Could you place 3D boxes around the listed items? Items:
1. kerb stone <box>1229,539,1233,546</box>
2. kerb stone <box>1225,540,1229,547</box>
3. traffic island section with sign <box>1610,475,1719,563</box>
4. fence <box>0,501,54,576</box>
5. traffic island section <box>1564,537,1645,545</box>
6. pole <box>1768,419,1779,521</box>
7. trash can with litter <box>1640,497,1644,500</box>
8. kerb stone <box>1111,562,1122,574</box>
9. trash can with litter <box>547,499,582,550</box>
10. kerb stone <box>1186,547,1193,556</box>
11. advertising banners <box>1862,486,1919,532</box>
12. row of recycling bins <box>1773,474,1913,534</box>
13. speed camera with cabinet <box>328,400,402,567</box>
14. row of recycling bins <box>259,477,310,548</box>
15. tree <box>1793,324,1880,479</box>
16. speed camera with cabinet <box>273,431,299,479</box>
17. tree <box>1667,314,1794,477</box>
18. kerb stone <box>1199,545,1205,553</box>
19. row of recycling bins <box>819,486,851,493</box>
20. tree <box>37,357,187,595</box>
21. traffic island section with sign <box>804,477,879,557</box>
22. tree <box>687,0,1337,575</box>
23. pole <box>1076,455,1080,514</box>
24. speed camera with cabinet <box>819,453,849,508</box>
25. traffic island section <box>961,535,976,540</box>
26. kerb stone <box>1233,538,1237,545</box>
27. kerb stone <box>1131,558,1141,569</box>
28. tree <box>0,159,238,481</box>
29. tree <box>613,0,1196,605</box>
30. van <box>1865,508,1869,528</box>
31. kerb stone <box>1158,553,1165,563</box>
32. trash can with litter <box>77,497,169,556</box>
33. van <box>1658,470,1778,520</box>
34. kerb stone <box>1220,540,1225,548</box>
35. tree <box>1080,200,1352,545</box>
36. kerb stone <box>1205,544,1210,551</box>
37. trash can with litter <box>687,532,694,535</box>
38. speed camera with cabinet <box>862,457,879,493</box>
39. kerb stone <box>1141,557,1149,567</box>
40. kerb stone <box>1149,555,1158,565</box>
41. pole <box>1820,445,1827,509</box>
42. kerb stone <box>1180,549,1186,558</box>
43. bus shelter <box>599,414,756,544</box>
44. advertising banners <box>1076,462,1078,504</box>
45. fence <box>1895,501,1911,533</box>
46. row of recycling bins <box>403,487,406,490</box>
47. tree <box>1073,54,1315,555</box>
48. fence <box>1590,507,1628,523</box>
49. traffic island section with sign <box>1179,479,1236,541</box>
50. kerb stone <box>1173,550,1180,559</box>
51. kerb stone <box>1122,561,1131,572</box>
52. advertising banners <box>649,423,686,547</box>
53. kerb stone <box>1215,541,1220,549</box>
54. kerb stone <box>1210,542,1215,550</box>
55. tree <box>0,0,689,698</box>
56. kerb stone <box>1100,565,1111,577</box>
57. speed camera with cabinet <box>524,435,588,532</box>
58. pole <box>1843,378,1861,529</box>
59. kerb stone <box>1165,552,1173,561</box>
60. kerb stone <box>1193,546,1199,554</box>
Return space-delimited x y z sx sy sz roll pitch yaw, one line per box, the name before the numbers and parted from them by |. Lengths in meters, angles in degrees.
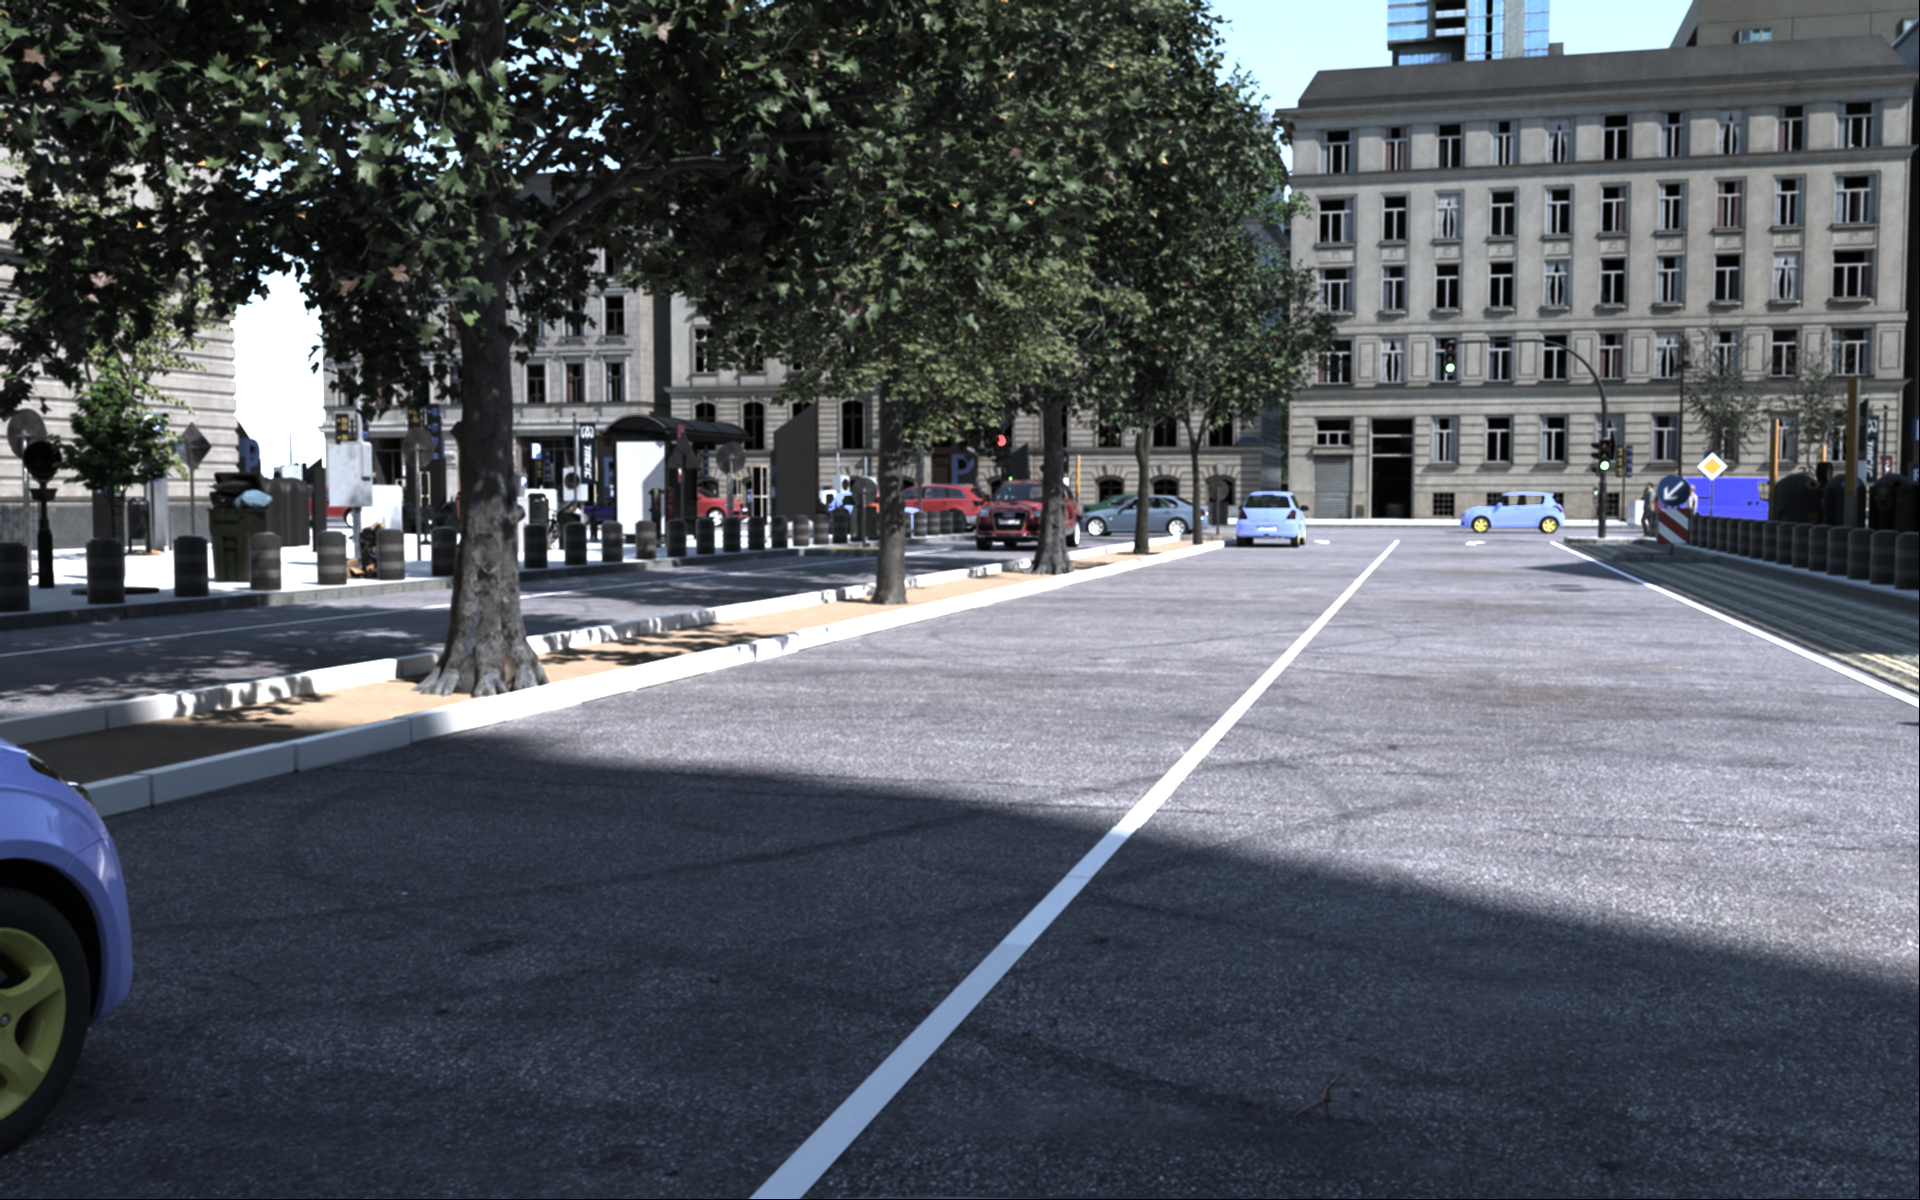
kerb stone | 7.390 -1.579 48.015 0.120 0.150 1.000 1 4 15
kerb stone | 7.122 -1.519 47.026 0.120 0.150 1.000 1 4 15
traffic island section with sign | 14.936 -1.723 36.798 1.989 1.847 2.006 1 4 15
fence | -15.625 -0.993 27.446 2.264 1.192 0.480 0 3 0
traffic island section | 18.731 -1.727 50.518 2.009 0.180 2.903 1 4 15
pole | 22.155 -3.262 47.180 0.158 3.312 0.155 0 3 0
trash can with litter | 31.779 -4.203 80.107 0.624 1.170 1.055 2 4 23
kerb stone | 2.723 -0.547 31.196 0.120 0.150 1.000 1 4 15
trash can with litter | -9.204 -1.728 39.642 1.055 1.170 0.624 -1 4 -17
kerb stone | 5.198 -1.094 40.104 0.120 0.150 1.000 1 4 15
advertising banners | 15.638 -1.950 28.067 2.074 3.025 0.090 0 4 -6
row of recycling bins | 18.339 -1.706 35.005 3.534 1.692 1.069 1 4 11
speed camera with cabinet | -10.730 -2.258 31.258 0.660 3.252 2.038 0 4 3
row of recycling bins | -16.640 -2.119 41.766 1.069 1.692 3.534 0 4 2
tree | 37.849 -7.702 76.282 4.360 8.622 3.978 0 3 0
speed camera with cabinet | -21.613 -3.694 54.727 2.038 3.252 0.660 3 5 44
tree | 31.522 -7.422 71.711 4.360 8.622 3.978 0 3 0
kerb stone | 5.753 -1.216 42.081 0.120 0.150 1.000 1 4 15
row of recycling bins | -6.825 -4.805 85.667 1.069 1.692 3.534 3 5 42
tree | -11.017 -1.691 22.245 1.663 3.219 1.824 0 3 0
traffic island section with sign | -2.385 -1.959 40.652 1.989 1.847 2.006 1 4 15
tree | 1.681 -6.807 30.758 9.611 12.733 9.660 0 3 0
pole | 6.130 -5.892 90.185 0.158 3.312 0.155 0 3 0
speed camera with cabinet | -6.067 -5.378 82.273 0.660 3.252 2.038 2 4 33
traffic island section | 1.349 -2.022 55.341 2.009 0.180 2.903 1 4 15
kerb stone | 7.673 -1.640 49.004 0.120 0.150 1.000 1 4 15
kerb stone | 3.266 -0.668 33.172 0.120 0.150 1.000 1 4 15
tree | -15.575 -4.981 31.802 4.737 8.622 4.395 0 3 0
tree | -0.891 -6.234 22.516 7.486 12.596 7.792 0 3 0
van | 29.060 -2.755 52.054 4.112 2.044 2.013 1 4 16
kerb stone | 4.086 -0.853 36.139 0.120 0.150 1.000 1 4 15
trash can with litter | -17.512 -1.554 36.458 2.233 1.210 1.678 1 4 18
van | 28.248 -3.591 63.097 5.245 2.365 2.240 1 4 14
kerb stone | 6.844 -1.458 46.032 0.120 0.150 1.000 1 4 15
tree | 6.825 -6.850 48.875 8.767 10.594 7.601 1 4 15
kerb stone | 6.018 -1.277 43.071 0.120 0.150 1.000 1 4 15
trash can with litter | -8.304 -2.601 53.916 1.055 1.170 0.624 -2 4 -24
speed camera with cabinet | -4.361 -5.962 91.815 2.038 3.252 0.660 3 5 39
kerb stone | 3.544 -0.732 34.160 0.120 0.150 1.000 1 4 15
kerb stone | 3.820 -0.792 35.149 0.120 0.150 1.000 1 4 15
pole | 35.746 -4.765 71.754 0.158 3.312 0.155 0 3 0
kerb stone | 4.925 -1.030 39.117 0.120 0.150 1.000 1 4 15
bus shelter | -7.466 -3.214 46.477 2.014 3.302 5.546 1 4 16
advertising banners | 5.555 -5.262 82.227 0.090 3.025 2.074 0 4 4
fence | 16.670 -1.135 29.764 0.480 1.192 2.264 -2 4 -23
row of recycling bins | -29.797 -5.392 95.274 1.069 1.692 3.534 2 4 25
tree | 4.351 -6.858 40.346 9.928 11.665 9.643 0 3 0
fence | 29.324 -3.835 78.072 2.069 0.683 0.278 -1 4 -20
traffic island section with sign | 7.929 -2.791 53.762 2.006 1.907 1.989 1 4 15
kerb stone | 4.645 -0.974 38.122 0.120 0.150 1.000 1 4 15
kerb stone | 2.991 -0.611 32.185 0.120 0.150 1.000 1 4 15
advertising banners | -7.111 -2.820 42.292 0.090 3.025 2.074 1 4 15
kerb stone | 6.572 -1.397 45.044 0.120 0.150 1.000 1 4 15
kerb stone | 6.299 -1.337 44.056 0.120 0.150 1.000 1 4 15
tree | -3.411 -5.683 12.384 9.611 12.733 9.660 0 3 0
kerb stone | 2.445 -0.490 30.209 0.120 0.150 1.000 1 4 15
speed camera with cabinet | -13.534 -3.895 58.015 2.038 3.252 0.660 1 4 9
pole | 15.761 -2.249 30.617 0.158 3.312 0.155 0 3 0
kerb stone | 4.379 -0.914 37.131 0.120 0.150 1.000 1 4 15
kerb stone | 5.476 -1.148 41.091 0.120 0.150 1.000 1 4 15
